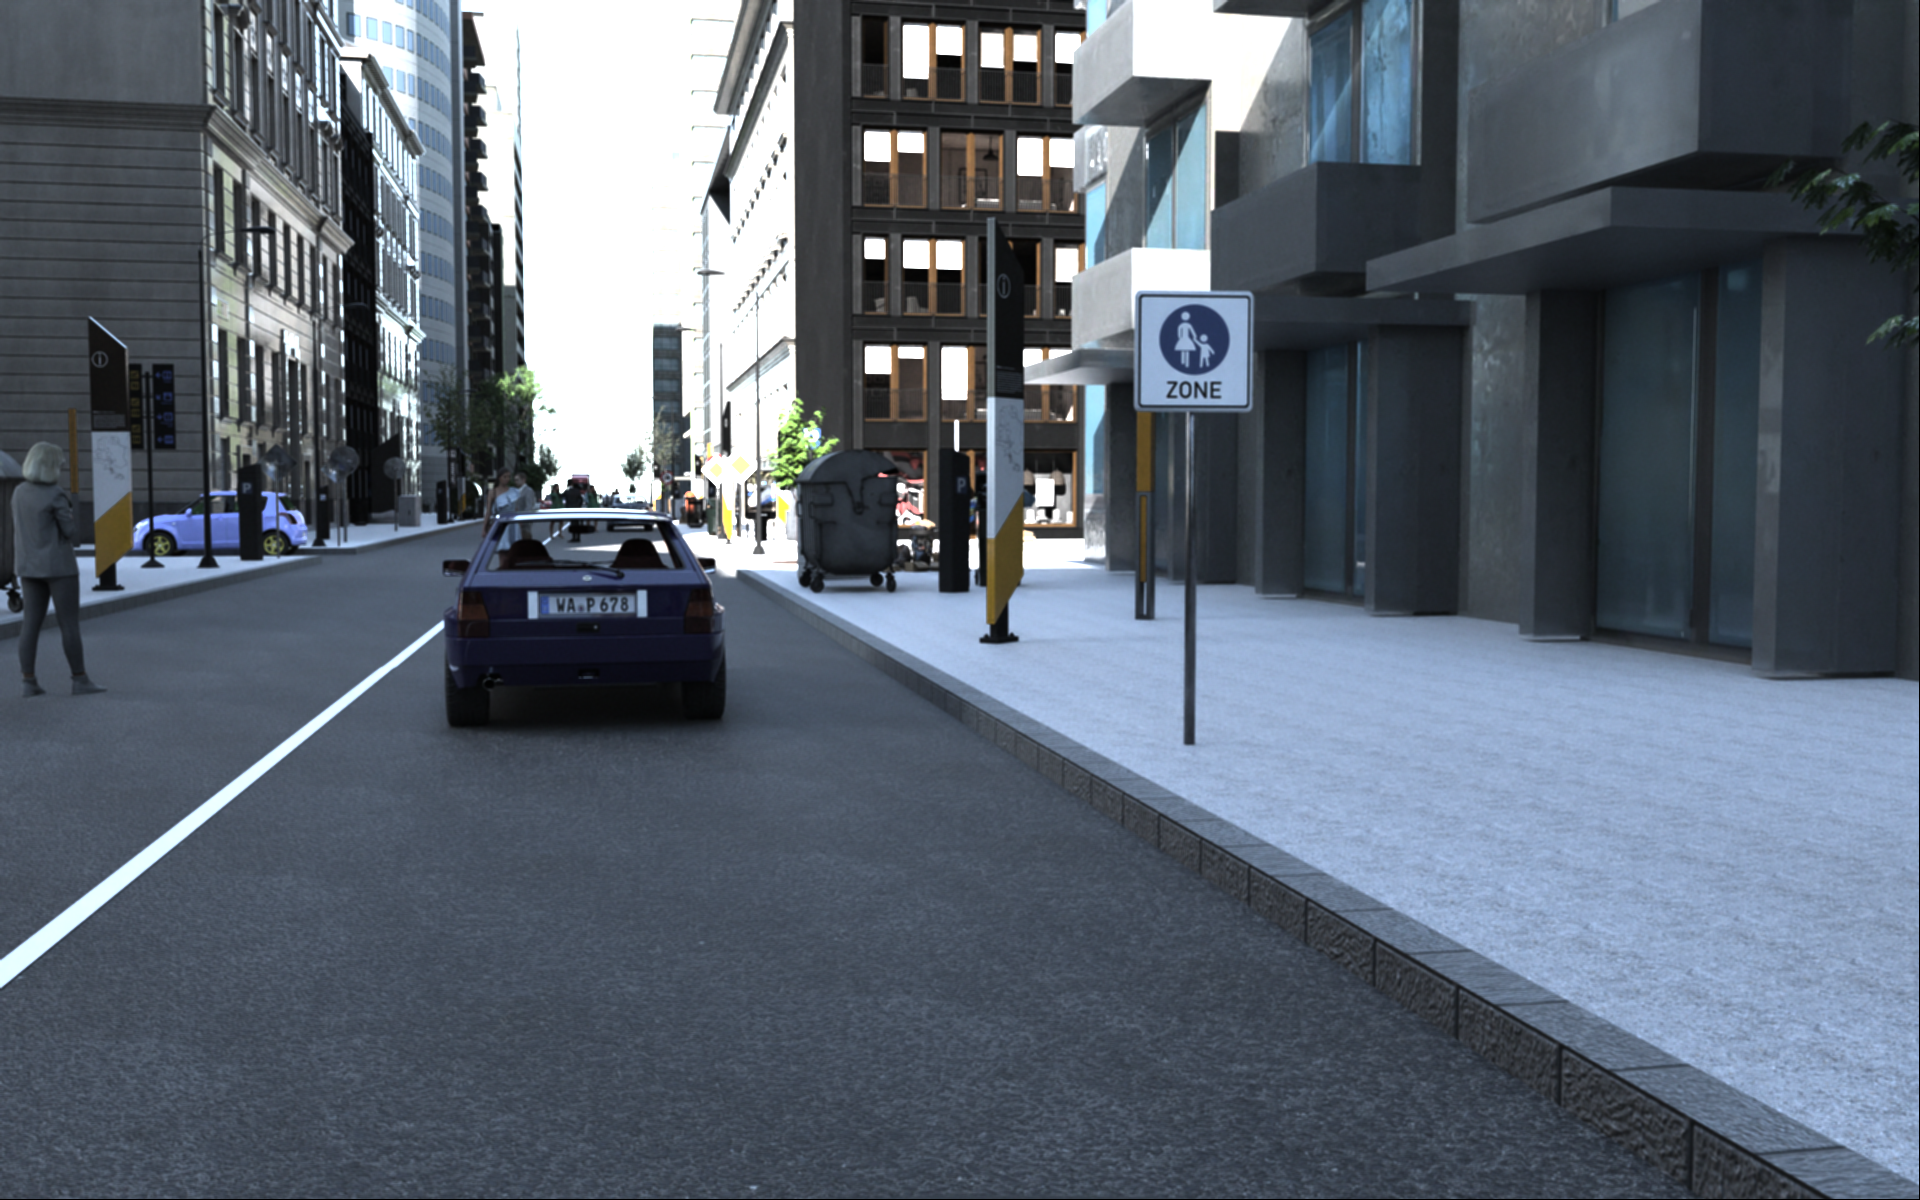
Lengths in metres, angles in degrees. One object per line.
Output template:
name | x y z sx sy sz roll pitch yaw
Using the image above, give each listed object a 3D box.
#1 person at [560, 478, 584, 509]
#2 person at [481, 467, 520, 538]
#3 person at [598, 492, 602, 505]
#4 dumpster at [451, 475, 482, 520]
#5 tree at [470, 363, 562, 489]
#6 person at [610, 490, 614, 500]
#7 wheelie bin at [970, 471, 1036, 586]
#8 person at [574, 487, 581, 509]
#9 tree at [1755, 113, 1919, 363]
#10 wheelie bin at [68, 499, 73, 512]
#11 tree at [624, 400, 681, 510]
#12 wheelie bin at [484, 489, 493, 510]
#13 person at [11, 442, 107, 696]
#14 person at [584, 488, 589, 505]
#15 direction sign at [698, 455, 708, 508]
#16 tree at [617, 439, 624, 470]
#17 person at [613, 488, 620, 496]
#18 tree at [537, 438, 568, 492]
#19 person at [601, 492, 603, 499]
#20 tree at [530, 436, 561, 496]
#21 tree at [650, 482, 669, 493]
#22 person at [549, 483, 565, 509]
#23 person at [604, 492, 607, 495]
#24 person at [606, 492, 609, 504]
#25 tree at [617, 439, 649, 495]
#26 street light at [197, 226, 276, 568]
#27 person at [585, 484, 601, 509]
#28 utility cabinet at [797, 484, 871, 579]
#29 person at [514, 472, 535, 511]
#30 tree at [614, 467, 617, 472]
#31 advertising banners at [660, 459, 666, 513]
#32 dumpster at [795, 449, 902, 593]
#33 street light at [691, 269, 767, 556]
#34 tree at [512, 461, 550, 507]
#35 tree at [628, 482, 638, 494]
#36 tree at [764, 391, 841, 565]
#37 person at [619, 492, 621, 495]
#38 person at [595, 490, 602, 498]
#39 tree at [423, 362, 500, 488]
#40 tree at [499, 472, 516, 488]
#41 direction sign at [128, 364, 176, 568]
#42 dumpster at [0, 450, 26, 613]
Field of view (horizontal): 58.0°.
person | -11.566 -2.675 51.593 0.474 1.900 0.648 3 4 38
person | -6.460 -0.968 24.427 0.616 1.811 0.778 -2 4 -28
person | -49.072 -13.847 235.609 1.217 1.736 0.721 3 4 36
dumpster | -24.823 -5.161 86.868 1.502 2.255 1.985 -1 4 -12
tree | -35.104 -12.916 136.935 9.928 11.665 9.643 0 3 0
person | -29.109 -8.344 145.639 0.721 1.735 1.217 2 4 23
wheelie bin | 0.572 -0.996 24.200 0.980 1.594 0.693 0 4 -3
person | -22.304 -5.631 100.549 0.794 1.824 0.713 -2 4 -23
tree | 3.136 -0.585 4.166 1.663 3.219 1.824 0 3 0
wheelie bin | -15.064 -1.268 28.642 0.693 1.594 0.980 -2 4 -30
tree | -23.776 -11.268 134.600 4.360 8.622 3.978 0 3 0
wheelie bin | -28.521 -5.973 105.573 0.980 1.594 0.693 -2 4 -27
person | -6.530 -0.230 12.446 0.537 1.800 0.526 2 4 28
person | -24.836 -6.556 115.552 0.638 1.841 0.748 2 4 28
direction sign | -14.873 -6.676 101.154 0.876 3.537 0.379 0 4 -2
tree | -40.540 -16.182 214.940 4.360 8.622 3.978 0 3 0
person | -21.348 -6.069 107.699 0.573 1.828 0.580 -3 5 -44
tree | -53.399 -16.904 226.749 4.737 8.622 4.395 0 3 0
person | -53.883 -15.345 259.925 0.750 1.759 0.617 2 4 28
tree | -51.960 -16.312 217.067 4.360 8.622 3.978 0 3 0
tree | -24.589 -8.944 140.833 1.663 3.219 1.824 0 3 0
person | -12.964 -2.869 55.663 0.529 1.795 0.600 2 4 34
person | -54.641 -15.809 266.960 1.348 1.826 0.705 0 4 8
person | -43.961 -12.622 215.580 0.721 1.736 1.217 0 4 -2
tree | -43.516 -17.334 233.778 4.737 8.622 4.395 0 3 0
street light | -12.567 -3.521 30.109 1.470 5.913 1.316 -1 4 -12
person | -13.742 -3.427 64.773 0.529 1.795 0.600 3 5 40
utility cabinet | -1.862 -1.064 26.072 1.173 1.500 0.318 -2 4 -35
person | -7.551 -1.307 29.984 0.853 1.813 0.709 -3 5 -40
tree | -48.697 -18.647 255.232 4.737 8.622 4.395 0 3 0
advertising banners | -14.532 -5.426 84.909 0.090 3.025 2.074 0 4 -3
dumpster | -1.493 -1.068 23.220 1.264 1.857 1.865 -1 4 -11
street light | -4.746 -3.883 36.021 1.470 5.913 1.316 -1 4 -12
tree | -43.694 -11.865 177.712 4.285 4.588 4.351 0 3 0
tree | -47.097 -15.530 248.523 1.663 3.219 1.824 0 3 0
tree | -3.061 -2.275 31.795 1.663 3.219 1.824 0 3 0
person | -44.245 -13.178 224.756 0.445 1.727 0.742 -2 4 -30
person | -36.129 -9.999 171.990 1.348 1.824 0.705 0 4 7
tree | -27.709 -8.877 95.507 4.737 8.622 4.395 0 3 0
tree | -34.513 -8.367 131.409 1.663 3.219 1.824 0 3 0
direction sign | -14.129 -2.337 30.205 0.876 3.537 0.379 0 4 -8
dumpster | -10.579 -0.744 17.925 1.264 1.857 1.865 -1 4 -12
